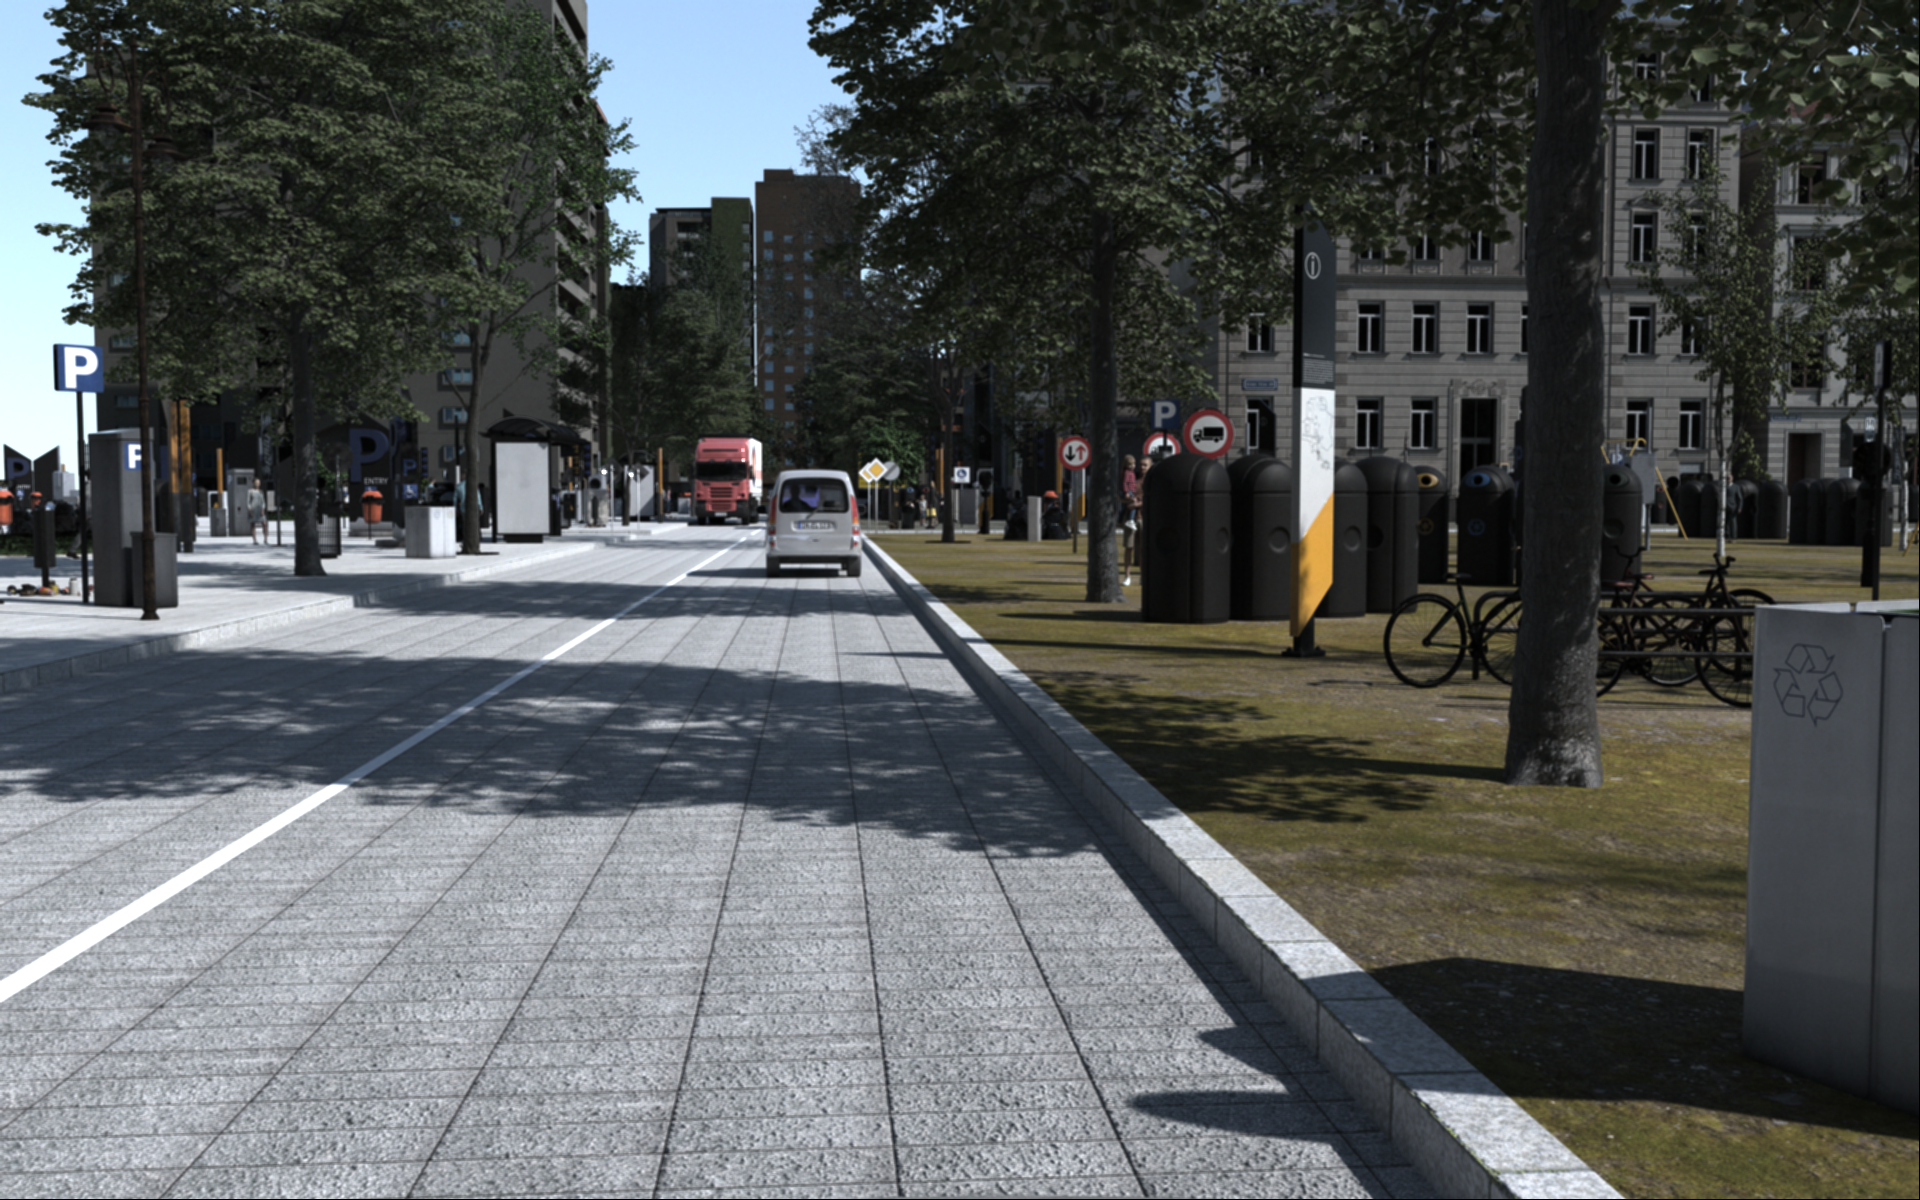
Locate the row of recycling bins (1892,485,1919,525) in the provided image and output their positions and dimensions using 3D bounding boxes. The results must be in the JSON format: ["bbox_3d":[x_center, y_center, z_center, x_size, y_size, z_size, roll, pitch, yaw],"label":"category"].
[{"bbox_3d":[42.769,-4.327,77.853,1.069,1.692,3.534,2,4,24],"label":"row of recycling bins"}]

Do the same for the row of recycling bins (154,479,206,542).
[{"bbox_3d":[-21.874,-2.452,47.197,1.069,1.692,3.534,-3,5,-44],"label":"row of recycling bins"}]

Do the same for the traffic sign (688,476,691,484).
[{"bbox_3d":[-15.798,-6.291,102.959,0.768,2.556,0.104,0,4,3],"label":"traffic sign"}]

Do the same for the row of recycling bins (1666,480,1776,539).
[{"bbox_3d":[22.584,-2.666,50.697,1.069,1.692,3.534,-2,4,-28],"label":"row of recycling bins"}]

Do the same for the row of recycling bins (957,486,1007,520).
[{"bbox_3d":[0.574,-4.872,86.762,3.534,1.692,1.069,-1,4,-9],"label":"row of recycling bins"}]

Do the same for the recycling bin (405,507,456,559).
[{"bbox_3d":[-10.598,-1.352,34.664,0.722,1.027,0.722,2,4,27],"label":"recycling bin"}]

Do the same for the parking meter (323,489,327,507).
[{"bbox_3d":[-48.679,-7.772,132.784,0.255,1.863,0.399,0,4,-7],"label":"parking meter"}]

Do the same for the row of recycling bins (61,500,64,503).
[{"bbox_3d":[-54.023,-5.890,103.409,1.069,1.692,3.534,0,4,0],"label":"row of recycling bins"}]

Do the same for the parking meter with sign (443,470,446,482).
[{"bbox_3d":[-36.912,-7.986,126.835,1.738,3.016,0.543,0,4,-4],"label":"parking meter with sign"}]

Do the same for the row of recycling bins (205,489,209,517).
[{"bbox_3d":[-44.468,-5.575,98.256,3.534,1.692,1.069,0,4,-4],"label":"row of recycling bins"}]

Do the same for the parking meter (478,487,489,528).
[{"bbox_3d":[-17.792,-3.444,64.723,0.372,1.533,0.369,0,3,0],"label":"parking meter"}]

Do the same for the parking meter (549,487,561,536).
[{"bbox_3d":[-12.352,-2.714,52.789,0.372,1.533,0.369,0,3,0],"label":"parking meter"}]

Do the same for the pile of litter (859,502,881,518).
[{"bbox_3d":[-4.972,-4.895,94.001,1.719,0.858,1.176,1,4,13],"label":"pile of litter"}]

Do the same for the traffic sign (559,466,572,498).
[{"bbox_3d":[-17.806,-4.821,78.828,0.884,2.594,0.081,0,4,1],"label":"traffic sign"}]

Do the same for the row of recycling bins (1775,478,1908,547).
[{"bbox_3d":[22.166,-2.237,43.682,1.069,1.692,3.534,0,4,-7],"label":"row of recycling bins"}]

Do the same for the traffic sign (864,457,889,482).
[{"bbox_3d":[-2.626,-3.217,54.787,0.795,2.593,0.064,0,4,-5],"label":"traffic sign"}]

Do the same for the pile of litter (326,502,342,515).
[{"bbox_3d":[-38.732,-5.672,106.706,1.176,0.858,1.719,2,4,28],"label":"pile of litter"}]

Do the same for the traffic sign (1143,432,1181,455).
[{"bbox_3d":[4.127,-2.165,35.509,0.768,2.556,0.104,0,4,1],"label":"traffic sign"}]

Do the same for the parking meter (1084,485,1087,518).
[{"bbox_3d":[6.690,-5.391,93.849,0.399,1.863,0.255,-2,4,-30],"label":"parking meter"}]

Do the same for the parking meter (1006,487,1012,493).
[{"bbox_3d":[3.765,-7.809,133.390,0.255,1.863,0.399,3,5,43],"label":"parking meter"}]

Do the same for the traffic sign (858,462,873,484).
[{"bbox_3d":[-3.278,-3.704,62.745,0.795,2.593,0.064,0,4,-5],"label":"traffic sign"}]

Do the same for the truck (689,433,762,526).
[{"bbox_3d":[-10.951,-5.706,82.215,2.839,4.237,11.283,0,4,-3],"label":"truck"}]

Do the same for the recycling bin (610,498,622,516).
[{"bbox_3d":[-20.097,-5.443,101.539,0.722,1.027,0.722,2,4,26],"label":"recycling bin"}]

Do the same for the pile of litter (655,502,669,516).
[{"bbox_3d":[-18.019,-5.413,102.467,1.719,0.858,1.176,-1,4,-10],"label":"pile of litter"}]

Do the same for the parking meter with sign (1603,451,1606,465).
[{"bbox_3d":[25.071,-4.500,69.831,1.738,3.016,0.543,1,4,17],"label":"parking meter with sign"}]

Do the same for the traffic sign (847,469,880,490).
[{"bbox_3d":[-6.589,-7.637,118.736,2.265,3.308,0.079,0,4,5],"label":"traffic sign"}]

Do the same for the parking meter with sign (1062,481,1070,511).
[{"bbox_3d":[5.983,-6.305,99.349,1.738,3.016,0.543,0,4,-3],"label":"parking meter with sign"}]

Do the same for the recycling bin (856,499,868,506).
[{"bbox_3d":[-5.454,-5.073,95.501,0.722,1.027,0.722,1,4,13],"label":"recycling bin"}]

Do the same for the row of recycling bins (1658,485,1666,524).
[{"bbox_3d":[29.728,-4.149,74.948,3.534,1.692,1.069,-1,4,-12],"label":"row of recycling bins"}]

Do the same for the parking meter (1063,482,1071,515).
[{"bbox_3d":[4.986,-4.574,80.501,0.399,1.863,0.255,2,4,31],"label":"parking meter"}]

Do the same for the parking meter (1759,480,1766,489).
[{"bbox_3d":[33.728,-4.097,72.697,0.255,1.863,0.399,0,4,7],"label":"parking meter"}]

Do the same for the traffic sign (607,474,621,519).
[{"bbox_3d":[-17.659,-5.397,88.348,0.768,2.556,0.104,0,4,-4],"label":"traffic sign"}]

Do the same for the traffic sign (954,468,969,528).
[{"bbox_3d":[0.069,-3.926,66.327,0.606,2.300,0.079,0,4,4],"label":"traffic sign"}]

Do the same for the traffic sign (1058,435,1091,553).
[{"bbox_3d":[2.504,-2.295,37.636,0.768,2.556,0.104,0,4,1],"label":"traffic sign"}]

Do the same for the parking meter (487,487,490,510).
[{"bbox_3d":[-36.419,-7.868,134.360,0.399,1.863,0.255,1,4,16],"label":"parking meter"}]

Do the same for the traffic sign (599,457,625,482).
[{"bbox_3d":[-10.894,-3.177,54.133,0.795,2.593,0.064,0,4,-5],"label":"traffic sign"}]

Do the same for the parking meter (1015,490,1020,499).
[{"bbox_3d":[3.826,-6.528,115.149,0.372,1.533,0.369,0,3,0],"label":"parking meter"}]

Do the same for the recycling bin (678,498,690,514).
[{"bbox_3d":[-18.070,-6.166,113.364,0.722,1.027,0.722,0,4,-4],"label":"recycling bin"}]

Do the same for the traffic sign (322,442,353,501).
[{"bbox_3d":[-15.246,-2.589,42.435,0.768,2.556,0.104,0,4,-1],"label":"traffic sign"}]

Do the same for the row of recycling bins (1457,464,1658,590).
[{"bbox_3d":[7.798,-1.058,24.416,3.534,1.692,1.069,3,4,37],"label":"row of recycling bins"}]

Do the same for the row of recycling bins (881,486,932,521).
[{"bbox_3d":[-2.145,-4.713,84.170,3.534,1.692,1.069,-1,4,-22],"label":"row of recycling bins"}]

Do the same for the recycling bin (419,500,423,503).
[{"bbox_3d":[-23.044,-3.698,73.018,0.722,1.027,0.722,-1,4,-9],"label":"recycling bin"}]

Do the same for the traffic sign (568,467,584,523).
[{"bbox_3d":[-17.025,-4.693,76.834,0.768,2.556,0.104,0,4,4],"label":"traffic sign"}]

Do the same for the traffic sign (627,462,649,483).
[{"bbox_3d":[-11.546,-3.664,62.091,0.795,2.593,0.064,0,4,-5],"label":"traffic sign"}]

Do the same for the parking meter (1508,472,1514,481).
[{"bbox_3d":[13.159,-2.156,40.964,0.399,1.863,0.255,-1,4,-20],"label":"parking meter"}]

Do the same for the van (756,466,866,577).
[{"bbox_3d":[-2.671,-1.481,31.221,2.013,2.044,4.112,0,4,-6],"label":"van"}]

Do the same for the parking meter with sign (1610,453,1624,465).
[{"bbox_3d":[27.745,-4.687,72.898,0.543,3.016,1.738,1,4,13],"label":"parking meter with sign"}]

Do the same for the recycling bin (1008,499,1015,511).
[{"bbox_3d":[2.828,-5.152,96.796,0.722,1.027,0.722,3,5,41],"label":"recycling bin"}]

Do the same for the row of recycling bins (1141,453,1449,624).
[{"bbox_3d":[3.448,-0.672,18.104,3.534,1.692,1.069,-2,4,-32],"label":"row of recycling bins"}]

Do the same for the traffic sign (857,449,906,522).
[{"bbox_3d":[-3.523,-5.192,78.765,2.265,3.308,0.079,0,4,2],"label":"traffic sign"}]

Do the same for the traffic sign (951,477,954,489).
[{"bbox_3d":[-0.297,-5.020,82.183,0.768,2.556,0.104,0,4,2],"label":"traffic sign"}]

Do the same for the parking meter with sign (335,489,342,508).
[{"bbox_3d":[-45.408,-8.020,127.385,0.543,3.016,1.738,0,4,6],"label":"parking meter with sign"}]

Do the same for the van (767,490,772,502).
[{"bbox_3d":[-16.252,-9.032,154.686,2.013,2.044,4.112,0,4,-6],"label":"van"}]

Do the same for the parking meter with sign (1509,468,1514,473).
[{"bbox_3d":[16.309,-3.364,51.254,1.738,3.016,0.543,-1,4,-22],"label":"parking meter with sign"}]

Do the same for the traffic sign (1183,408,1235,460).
[{"bbox_3d":[3.689,-1.570,25.781,0.768,2.556,0.104,0,4,2],"label":"traffic sign"}]

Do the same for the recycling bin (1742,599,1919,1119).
[{"bbox_3d":[2.250,0.537,3.776,0.722,1.027,0.722,-2,4,-25],"label":"recycling bin"}]

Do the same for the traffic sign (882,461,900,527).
[{"bbox_3d":[-2.680,-4.069,66.626,0.768,2.556,0.104,0,4,2],"label":"traffic sign"}]
